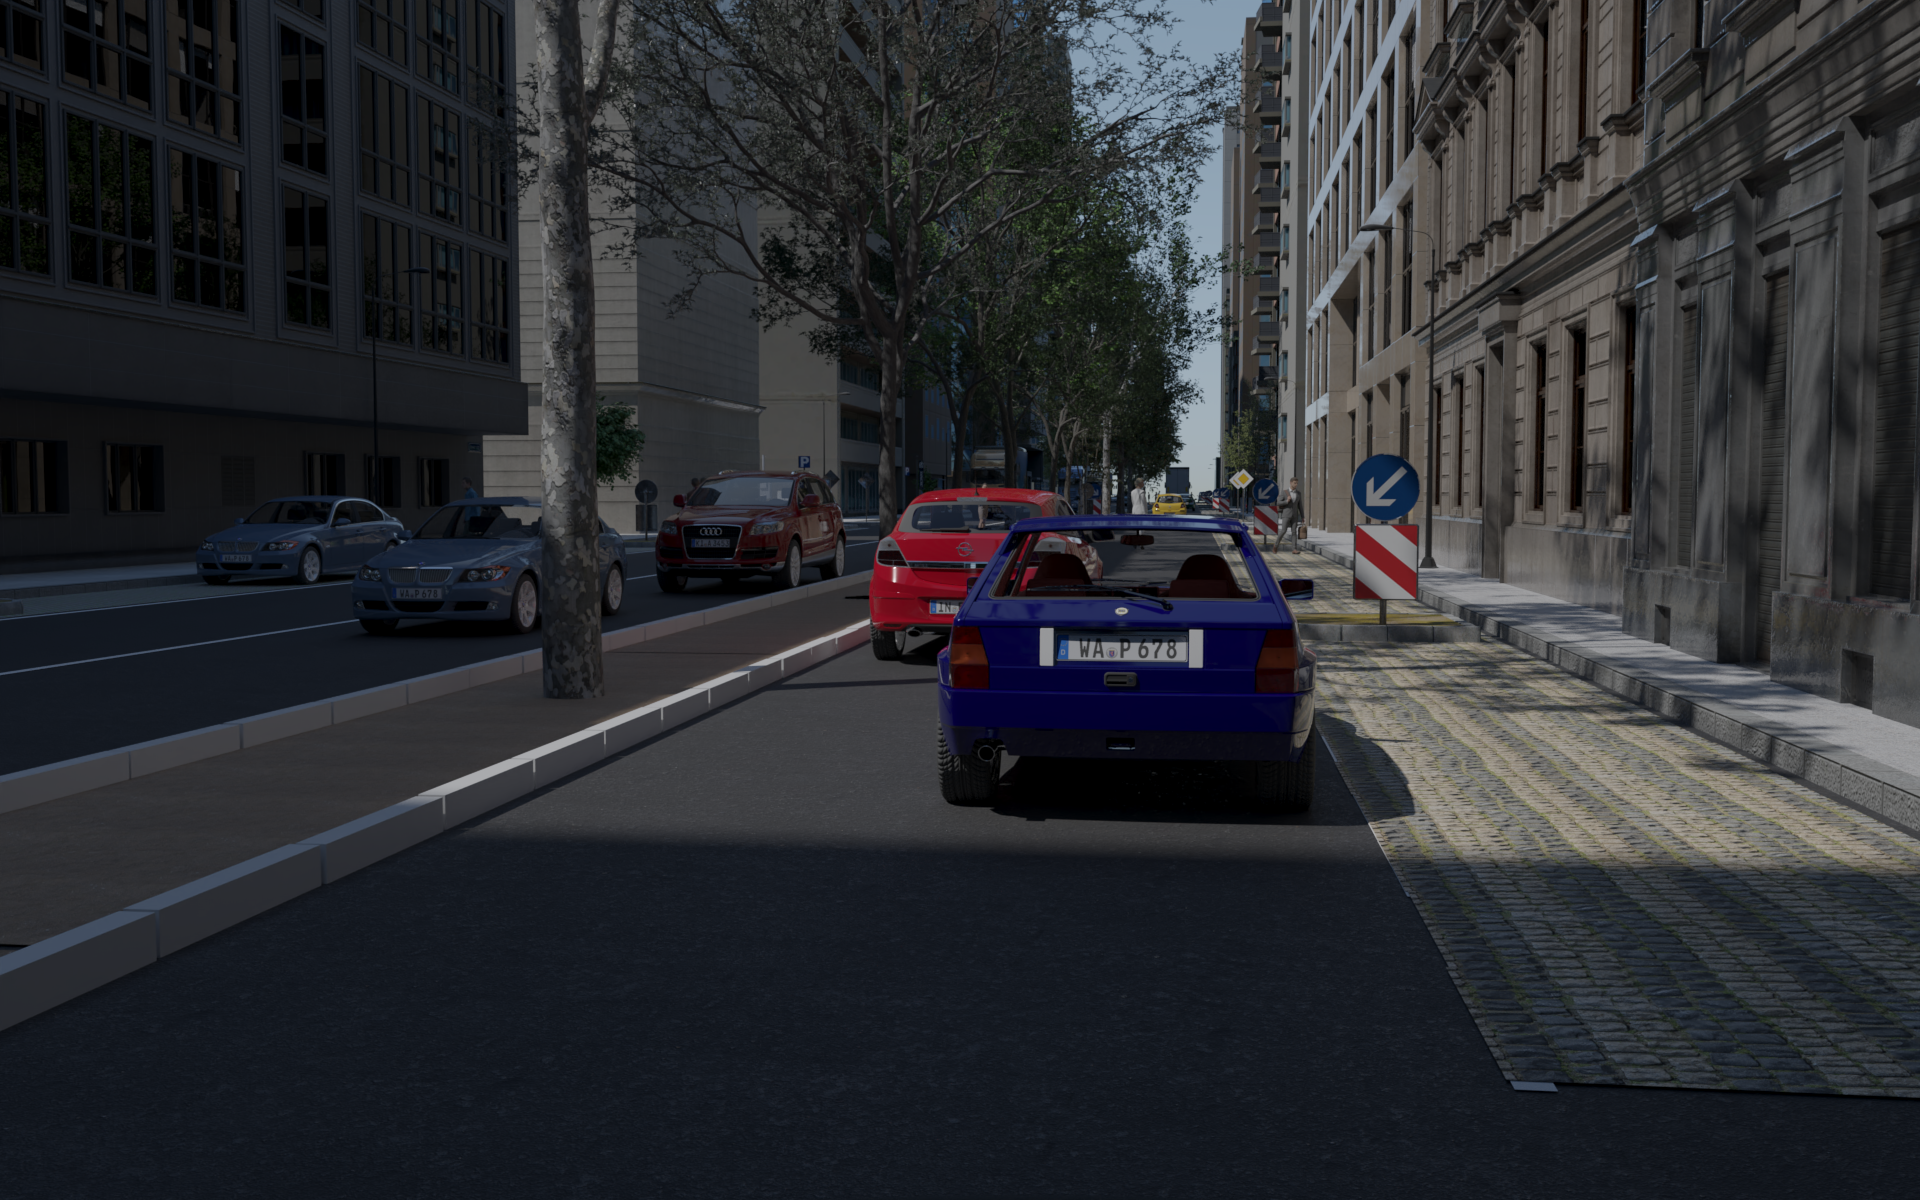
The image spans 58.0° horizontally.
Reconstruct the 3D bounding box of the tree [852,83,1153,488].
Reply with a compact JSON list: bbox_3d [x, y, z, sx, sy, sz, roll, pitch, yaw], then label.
[{"bbox_3d":[1.161,-6.977,42.284,9.928,11.665,9.643,0,3,0],"label":"tree"}]

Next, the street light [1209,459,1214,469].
[{"bbox_3d":[33.818,-15.575,227.193,1.470,5.913,1.316,0,4,8],"label":"street light"}]

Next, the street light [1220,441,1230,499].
[{"bbox_3d":[23.703,-10.934,151.305,1.470,5.913,1.316,0,4,8],"label":"street light"}]

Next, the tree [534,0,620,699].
[{"bbox_3d":[-1.635,-9.312,10.600,12.611,20.169,13.585,0,3,0],"label":"tree"}]

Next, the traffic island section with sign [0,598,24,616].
[{"bbox_3d":[-12.187,-0.709,20.216,1.989,1.847,2.006,0,4,8],"label":"traffic island section with sign"}]

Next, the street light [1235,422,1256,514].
[{"bbox_3d":[18.515,-8.524,111.903,1.470,5.913,1.316,0,4,8],"label":"street light"}]

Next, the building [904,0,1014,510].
[{"bbox_3d":[-3.033,-30.360,146.494,14.600,45.320,14.200,0,4,8],"label":"building"}]

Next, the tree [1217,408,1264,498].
[{"bbox_3d":[23.873,-11.964,145.979,4.737,8.622,4.395,0,3,0],"label":"tree"}]

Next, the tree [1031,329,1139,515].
[{"bbox_3d":[4.707,-6.952,66.480,4.360,8.622,3.978,0,3,0],"label":"tree"}]

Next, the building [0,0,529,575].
[{"bbox_3d":[-19.561,-14.702,33.889,14.314,27.812,24.014,0,4,8],"label":"building"}]

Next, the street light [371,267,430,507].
[{"bbox_3d":[-11.543,-3.863,35.709,1.470,5.913,1.316,0,4,8],"label":"street light"}]

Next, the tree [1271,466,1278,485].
[{"bbox_3d":[19.097,-6.548,101.669,1.663,3.219,1.824,0,3,0],"label":"tree"}]

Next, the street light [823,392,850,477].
[{"bbox_3d":[-5.696,-6.531,79.326,1.470,5.913,1.316,0,4,8],"label":"street light"}]

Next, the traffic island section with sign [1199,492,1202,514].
[{"bbox_3d":[18.602,-7.189,126.170,1.989,1.847,2.006,0,4,8],"label":"traffic island section with sign"}]

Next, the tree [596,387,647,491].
[{"bbox_3d":[-11.094,-4.207,52.497,4.285,4.588,4.351,0,3,0],"label":"tree"}]

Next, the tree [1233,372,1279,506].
[{"bbox_3d":[18.417,-9.486,105.461,4.360,8.622,3.978,0,3,0],"label":"tree"}]

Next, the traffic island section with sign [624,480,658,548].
[{"bbox_3d":[-8.629,-2.343,46.936,1.989,1.847,2.006,0,4,8],"label":"traffic island section with sign"}]

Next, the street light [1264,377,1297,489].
[{"bbox_3d":[12.781,-5.892,68.878,1.470,5.913,1.316,0,4,8],"label":"street light"}]

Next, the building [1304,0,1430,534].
[{"bbox_3d":[20.965,-15.016,50.024,19.350,26.468,34.151,0,4,8],"label":"building"}]

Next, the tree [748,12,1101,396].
[{"bbox_3d":[-0.174,-5.890,33.169,8.767,10.594,7.601,0,4,8],"label":"tree"}]

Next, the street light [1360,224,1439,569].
[{"bbox_3d":[7.568,-3.506,29.872,1.470,5.913,1.316,0,4,8],"label":"street light"}]

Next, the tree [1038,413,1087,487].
[{"bbox_3d":[13.375,-19.002,228.815,7.486,12.596,7.792,0,3,0],"label":"tree"}]

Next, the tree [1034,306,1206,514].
[{"bbox_3d":[9.239,-11.003,99.358,9.611,12.733,9.660,0,3,0],"label":"tree"}]

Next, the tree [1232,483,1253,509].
[{"bbox_3d":[25.150,-9.750,154.009,1.663,3.219,1.824,0,3,0],"label":"tree"}]

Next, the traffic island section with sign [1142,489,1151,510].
[{"bbox_3d":[15.978,-8.805,152.095,2.006,1.907,1.989,0,4,8],"label":"traffic island section with sign"}]

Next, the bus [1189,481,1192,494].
[{"bbox_3d":[34.547,-17.010,269.660,2.896,3.916,12.252,1,4,9],"label":"bus"}]

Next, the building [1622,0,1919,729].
[{"bbox_3d":[9.571,-9.587,5.894,9.793,20.994,18.267,0,4,8],"label":"building"}]

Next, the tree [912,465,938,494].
[{"bbox_3d":[-2.192,-7.393,115.480,1.663,3.219,1.824,0,3,0],"label":"tree"}]

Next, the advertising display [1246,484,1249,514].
[{"bbox_3d":[18.789,-6.612,113.327,0.123,1.923,0.974,0,4,5],"label":"advertising display"}]

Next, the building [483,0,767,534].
[{"bbox_3d":[-30.505,-17.674,65.377,44.131,29.872,17.030,0,4,8],"label":"building"}]

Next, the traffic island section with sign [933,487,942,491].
[{"bbox_3d":[-1.297,-5.704,101.881,1.989,1.847,2.006,0,4,8],"label":"traffic island section with sign"}]

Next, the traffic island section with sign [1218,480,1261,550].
[{"bbox_3d":[7.695,-2.186,44.376,1.989,1.847,2.006,0,4,8],"label":"traffic island section with sign"}]

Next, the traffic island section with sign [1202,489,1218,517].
[{"bbox_3d":[15.043,-5.555,99.450,1.989,1.847,2.006,0,4,8],"label":"traffic island section with sign"}]

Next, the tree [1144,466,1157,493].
[{"bbox_3d":[9.890,-9.401,106.531,4.360,8.622,3.978,0,3,0],"label":"tree"}]

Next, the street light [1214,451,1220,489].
[{"bbox_3d":[28.705,-13.199,188.338,1.470,5.913,1.316,0,4,8],"label":"street light"}]

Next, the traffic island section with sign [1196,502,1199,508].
[{"bbox_3d":[25.288,-10.258,176.338,1.989,1.847,2.006,0,4,8],"label":"traffic island section with sign"}]

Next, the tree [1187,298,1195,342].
[{"bbox_3d":[2.632,-6.983,51.047,8.767,10.594,7.601,0,4,8],"label":"tree"}]

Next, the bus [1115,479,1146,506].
[{"bbox_3d":[20.479,-12.958,206.730,2.948,3.499,13.247,1,4,10],"label":"bus"}]

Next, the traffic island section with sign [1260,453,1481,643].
[{"bbox_3d":[4.135,-0.551,17.639,1.989,1.847,2.006,0,4,8],"label":"traffic island section with sign"}]

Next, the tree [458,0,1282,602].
[{"bbox_3d":[-0.979,-6.751,23.212,12.009,13.543,11.850,0,3,0],"label":"tree"}]

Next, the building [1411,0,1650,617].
[{"bbox_3d":[12.574,-9.776,24.460,10.561,19.102,19.286,0,4,8],"label":"building"}]

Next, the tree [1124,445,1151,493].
[{"bbox_3d":[14.877,-11.621,142.815,4.737,8.622,4.395,0,3,0],"label":"tree"}]

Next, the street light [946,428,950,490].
[{"bbox_3d":[-0.377,-8.934,118.611,1.470,5.913,1.316,0,4,8],"label":"street light"}]

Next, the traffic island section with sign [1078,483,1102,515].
[{"bbox_3d":[6.055,-4.249,77.612,2.006,1.907,1.989,0,4,8],"label":"traffic island section with sign"}]

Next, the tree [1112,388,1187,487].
[{"bbox_3d":[15.595,-13.975,149.068,7.486,12.596,7.792,0,3,0],"label":"tree"}]

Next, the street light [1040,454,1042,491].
[{"bbox_3d":[9.598,-13.588,194.711,1.470,5.913,1.316,0,4,8],"label":"street light"}]
